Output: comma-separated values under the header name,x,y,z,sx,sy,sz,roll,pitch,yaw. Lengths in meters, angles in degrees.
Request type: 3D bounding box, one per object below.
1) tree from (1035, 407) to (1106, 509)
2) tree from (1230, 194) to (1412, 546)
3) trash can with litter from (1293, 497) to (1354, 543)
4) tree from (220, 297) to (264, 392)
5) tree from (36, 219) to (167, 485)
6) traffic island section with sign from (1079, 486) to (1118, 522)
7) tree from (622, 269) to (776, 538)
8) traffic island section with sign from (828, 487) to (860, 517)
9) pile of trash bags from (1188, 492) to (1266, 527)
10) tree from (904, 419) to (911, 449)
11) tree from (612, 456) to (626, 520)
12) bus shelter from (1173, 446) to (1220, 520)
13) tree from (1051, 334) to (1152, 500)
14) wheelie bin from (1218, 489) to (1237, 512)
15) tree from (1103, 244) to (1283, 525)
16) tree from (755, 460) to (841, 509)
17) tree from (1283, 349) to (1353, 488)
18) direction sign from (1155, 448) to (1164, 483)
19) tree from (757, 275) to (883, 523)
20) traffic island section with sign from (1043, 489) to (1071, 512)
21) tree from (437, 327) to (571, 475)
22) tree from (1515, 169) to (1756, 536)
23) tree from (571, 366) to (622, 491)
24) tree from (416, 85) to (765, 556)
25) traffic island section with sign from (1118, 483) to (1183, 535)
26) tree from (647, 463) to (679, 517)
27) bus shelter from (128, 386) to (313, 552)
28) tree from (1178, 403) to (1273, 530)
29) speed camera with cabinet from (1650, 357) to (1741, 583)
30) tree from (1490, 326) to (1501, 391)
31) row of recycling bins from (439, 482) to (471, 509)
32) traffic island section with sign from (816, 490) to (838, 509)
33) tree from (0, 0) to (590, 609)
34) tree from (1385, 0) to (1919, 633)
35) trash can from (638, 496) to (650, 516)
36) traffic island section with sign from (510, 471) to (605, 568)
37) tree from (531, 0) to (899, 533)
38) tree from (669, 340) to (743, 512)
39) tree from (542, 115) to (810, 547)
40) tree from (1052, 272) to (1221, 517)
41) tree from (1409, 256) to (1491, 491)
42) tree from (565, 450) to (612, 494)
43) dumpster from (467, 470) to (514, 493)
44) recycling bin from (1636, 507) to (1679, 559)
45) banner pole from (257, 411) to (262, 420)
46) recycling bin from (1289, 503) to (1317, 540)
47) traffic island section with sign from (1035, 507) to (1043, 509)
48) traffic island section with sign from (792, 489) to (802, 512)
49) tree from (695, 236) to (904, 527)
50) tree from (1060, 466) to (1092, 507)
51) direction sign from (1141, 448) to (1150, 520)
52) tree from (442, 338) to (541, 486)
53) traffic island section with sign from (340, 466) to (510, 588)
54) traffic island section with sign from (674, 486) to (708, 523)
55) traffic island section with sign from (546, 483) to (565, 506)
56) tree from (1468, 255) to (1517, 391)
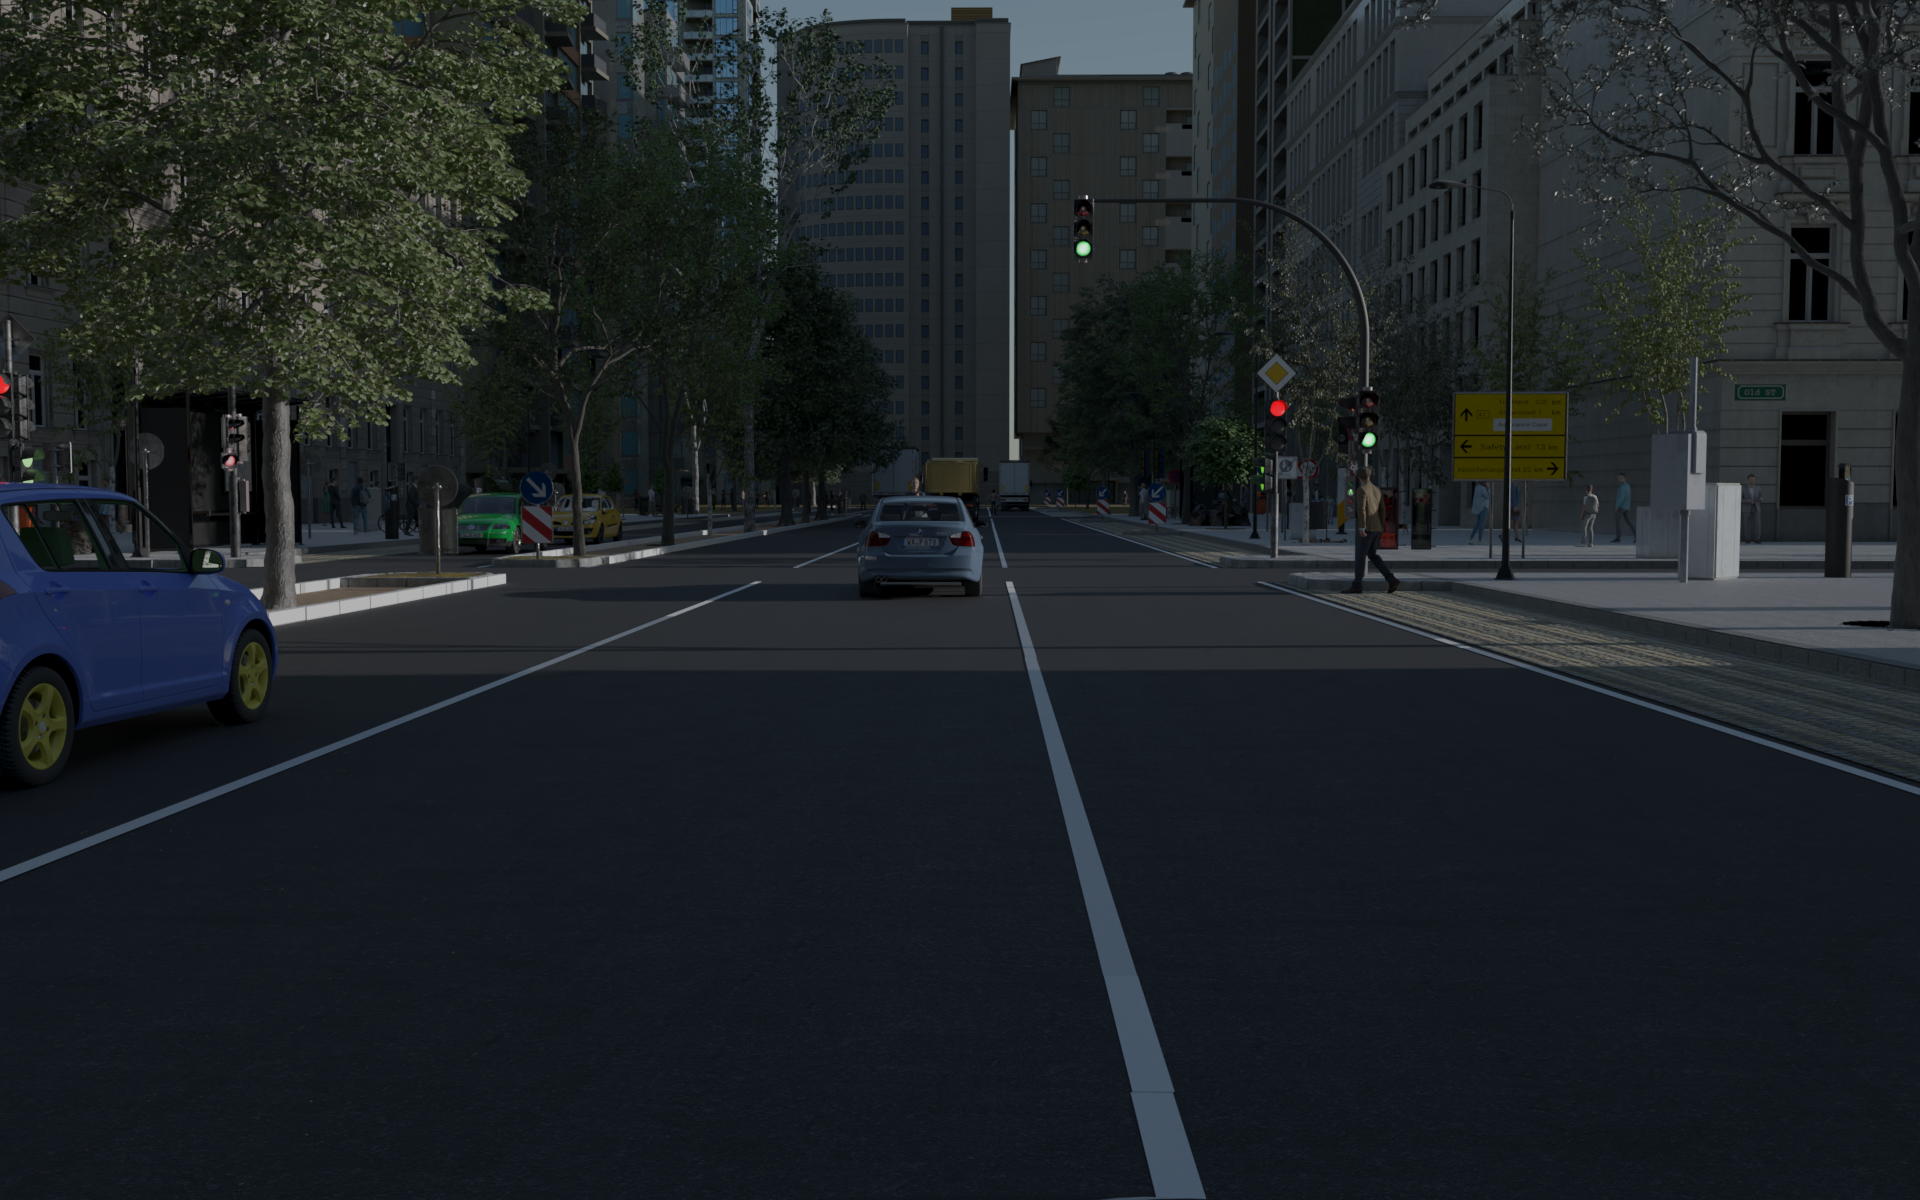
name,x,y,z,sx,sy,sz,roll,pitch,yaw
tree,11.216,-14.841,177.061,7.601,10.594,8.767,-2,4,-29
tree,8.579,-5.636,42.506,4.360,8.622,3.978,0,3,0
trash can with litter,9.842,-2.120,45.714,2.233,1.210,1.678,0,4,4
tree,-24.972,-6.520,56.963,4.737,8.622,4.395,0,3,0
tree,-23.007,-5.901,46.843,4.737,8.622,4.395,0,3,0
traffic island section with sign,7.085,-4.849,87.910,1.989,1.847,2.006,0,4,1
tree,-7.991,-6.258,55.146,4.737,8.622,4.395,0,3,0
traffic island section with sign,-7.265,-6.219,109.819,2.006,1.907,1.989,0,4,1
pile of trash bags,10.991,-3.667,69.709,3.447,1.369,1.912,-2,4,-30
tree,-7.524,-10.676,94.012,9.611,12.733,9.660,0,3,0
tree,-17.128,-5.601,86.181,1.663,3.219,1.824,0,3,0
bus shelter,11.651,-5.747,85.252,1.731,3.624,6.357,0,4,1
tree,9.960,-12.439,121.505,7.486,12.596,7.792,0,3,0
wheelie bin,11.587,-4.112,75.147,0.693,1.594,0.980,1,4,22
tree,9.574,-8.977,72.537,9.928,11.665,9.643,0,3,0
tree,-15.620,-16.902,182.997,9.857,13.997,8.962,0,3,0
tree,17.833,-8.292,85.930,4.737,8.622,4.395,0,3,0
direction sign,9.837,-5.731,85.696,0.379,3.537,0.876,-2,4,-26
tree,-7.710,-10.079,85.373,7.486,12.596,7.792,0,3,0
traffic island section with sign,7.769,-7.825,136.568,1.989,1.847,2.006,0,4,1
tree,-19.851,-7.566,74.073,4.737,8.622,4.395,0,3,0
tree,15.635,-5.389,38.478,4.737,8.622,4.395,0,3,0
tree,-20.303,-8.924,96.275,4.737,8.622,4.395,0,3,0
tree,-8.385,-6.205,38.327,8.767,10.594,7.601,0,4,1
traffic island section with sign,6.699,-3.171,60.480,1.989,1.847,2.006,0,4,1
tree,-16.801,-6.310,97.772,1.663,3.219,1.824,0,3,0
bus shelter,-17.086,-3.007,40.453,1.731,3.624,6.357,0,4,1
tree,9.587,-4.831,62.694,4.285,4.588,4.351,0,3,0
speed camera with cabinet,10.955,-1.922,25.753,0.660,3.252,2.038,3,5,44
tree,16.529,-6.692,59.780,4.360,8.622,3.978,0,3,0
row of recycling bins,-18.293,-3.416,62.960,1.069,1.692,3.534,-1,4,-22
traffic island section with sign,-12.572,-9.494,163.850,1.989,1.847,2.006,0,4,1
tree,-8.595,-6.182,21.659,7.486,12.596,7.792,0,3,0
tree,8.983,-6.478,16.278,12.009,13.543,11.850,0,3,0
trash can,-18.718,-5.570,102.723,0.748,1.137,0.748,0,3,0
traffic island section with sign,-8.307,-1.624,34.688,2.006,1.907,1.989,0,4,1
tree,-8.951,-12.582,64.067,12.611,20.169,13.585,0,3,0
tree,-16.490,-13.265,127.245,12.009,13.543,11.850,0,3,0
tree,-7.922,-7.274,47.137,9.928,11.665,9.643,0,3,0
tree,10.086,-11.759,98.911,9.857,13.997,8.962,0,3,0
tree,12.272,-6.061,49.465,4.360,8.622,3.978,0,3,0
tree,-16.420,-4.945,75.449,1.663,3.219,1.824,0,3,0
dumpster,-18.823,-4.081,69.220,1.502,2.255,1.985,0,4,1
recycling bin,13.982,-1.347,34.574,0.722,1.027,0.722,0,4,0
banner pole,-19.968,-3.700,50.511,0.401,3.779,0.863,3,5,39
recycling bin,9.706,-2.231,49.036,0.722,1.027,0.722,0,4,5
traffic island section with sign,8.149,-9.522,164.304,1.989,1.847,2.006,0,4,1
traffic island section with sign,-12.954,-7.843,136.866,1.989,1.847,2.006,0,4,1
tree,-7.638,-9.577,76.051,9.611,12.733,9.660,0,3,0
tree,11.370,-11.367,169.567,4.285,4.588,4.351,0,3,0
direction sign,9.104,-5.700,85.195,0.379,3.537,0.876,-1,4,-22
tree,-21.752,-7.987,80.946,4.360,8.622,3.978,0,3,0
traffic island section with sign,-8.420,-1.171,27.282,2.006,1.907,1.989,0,4,1
traffic island section with sign,-13.655,-4.773,86.670,1.989,1.847,2.006,0,4,1
traffic island section with sign,-14.031,-3.125,59.718,1.989,1.847,2.006,0,4,1
tree,17.432,-6.273,52.923,4.737,8.622,4.395,0,3,0
